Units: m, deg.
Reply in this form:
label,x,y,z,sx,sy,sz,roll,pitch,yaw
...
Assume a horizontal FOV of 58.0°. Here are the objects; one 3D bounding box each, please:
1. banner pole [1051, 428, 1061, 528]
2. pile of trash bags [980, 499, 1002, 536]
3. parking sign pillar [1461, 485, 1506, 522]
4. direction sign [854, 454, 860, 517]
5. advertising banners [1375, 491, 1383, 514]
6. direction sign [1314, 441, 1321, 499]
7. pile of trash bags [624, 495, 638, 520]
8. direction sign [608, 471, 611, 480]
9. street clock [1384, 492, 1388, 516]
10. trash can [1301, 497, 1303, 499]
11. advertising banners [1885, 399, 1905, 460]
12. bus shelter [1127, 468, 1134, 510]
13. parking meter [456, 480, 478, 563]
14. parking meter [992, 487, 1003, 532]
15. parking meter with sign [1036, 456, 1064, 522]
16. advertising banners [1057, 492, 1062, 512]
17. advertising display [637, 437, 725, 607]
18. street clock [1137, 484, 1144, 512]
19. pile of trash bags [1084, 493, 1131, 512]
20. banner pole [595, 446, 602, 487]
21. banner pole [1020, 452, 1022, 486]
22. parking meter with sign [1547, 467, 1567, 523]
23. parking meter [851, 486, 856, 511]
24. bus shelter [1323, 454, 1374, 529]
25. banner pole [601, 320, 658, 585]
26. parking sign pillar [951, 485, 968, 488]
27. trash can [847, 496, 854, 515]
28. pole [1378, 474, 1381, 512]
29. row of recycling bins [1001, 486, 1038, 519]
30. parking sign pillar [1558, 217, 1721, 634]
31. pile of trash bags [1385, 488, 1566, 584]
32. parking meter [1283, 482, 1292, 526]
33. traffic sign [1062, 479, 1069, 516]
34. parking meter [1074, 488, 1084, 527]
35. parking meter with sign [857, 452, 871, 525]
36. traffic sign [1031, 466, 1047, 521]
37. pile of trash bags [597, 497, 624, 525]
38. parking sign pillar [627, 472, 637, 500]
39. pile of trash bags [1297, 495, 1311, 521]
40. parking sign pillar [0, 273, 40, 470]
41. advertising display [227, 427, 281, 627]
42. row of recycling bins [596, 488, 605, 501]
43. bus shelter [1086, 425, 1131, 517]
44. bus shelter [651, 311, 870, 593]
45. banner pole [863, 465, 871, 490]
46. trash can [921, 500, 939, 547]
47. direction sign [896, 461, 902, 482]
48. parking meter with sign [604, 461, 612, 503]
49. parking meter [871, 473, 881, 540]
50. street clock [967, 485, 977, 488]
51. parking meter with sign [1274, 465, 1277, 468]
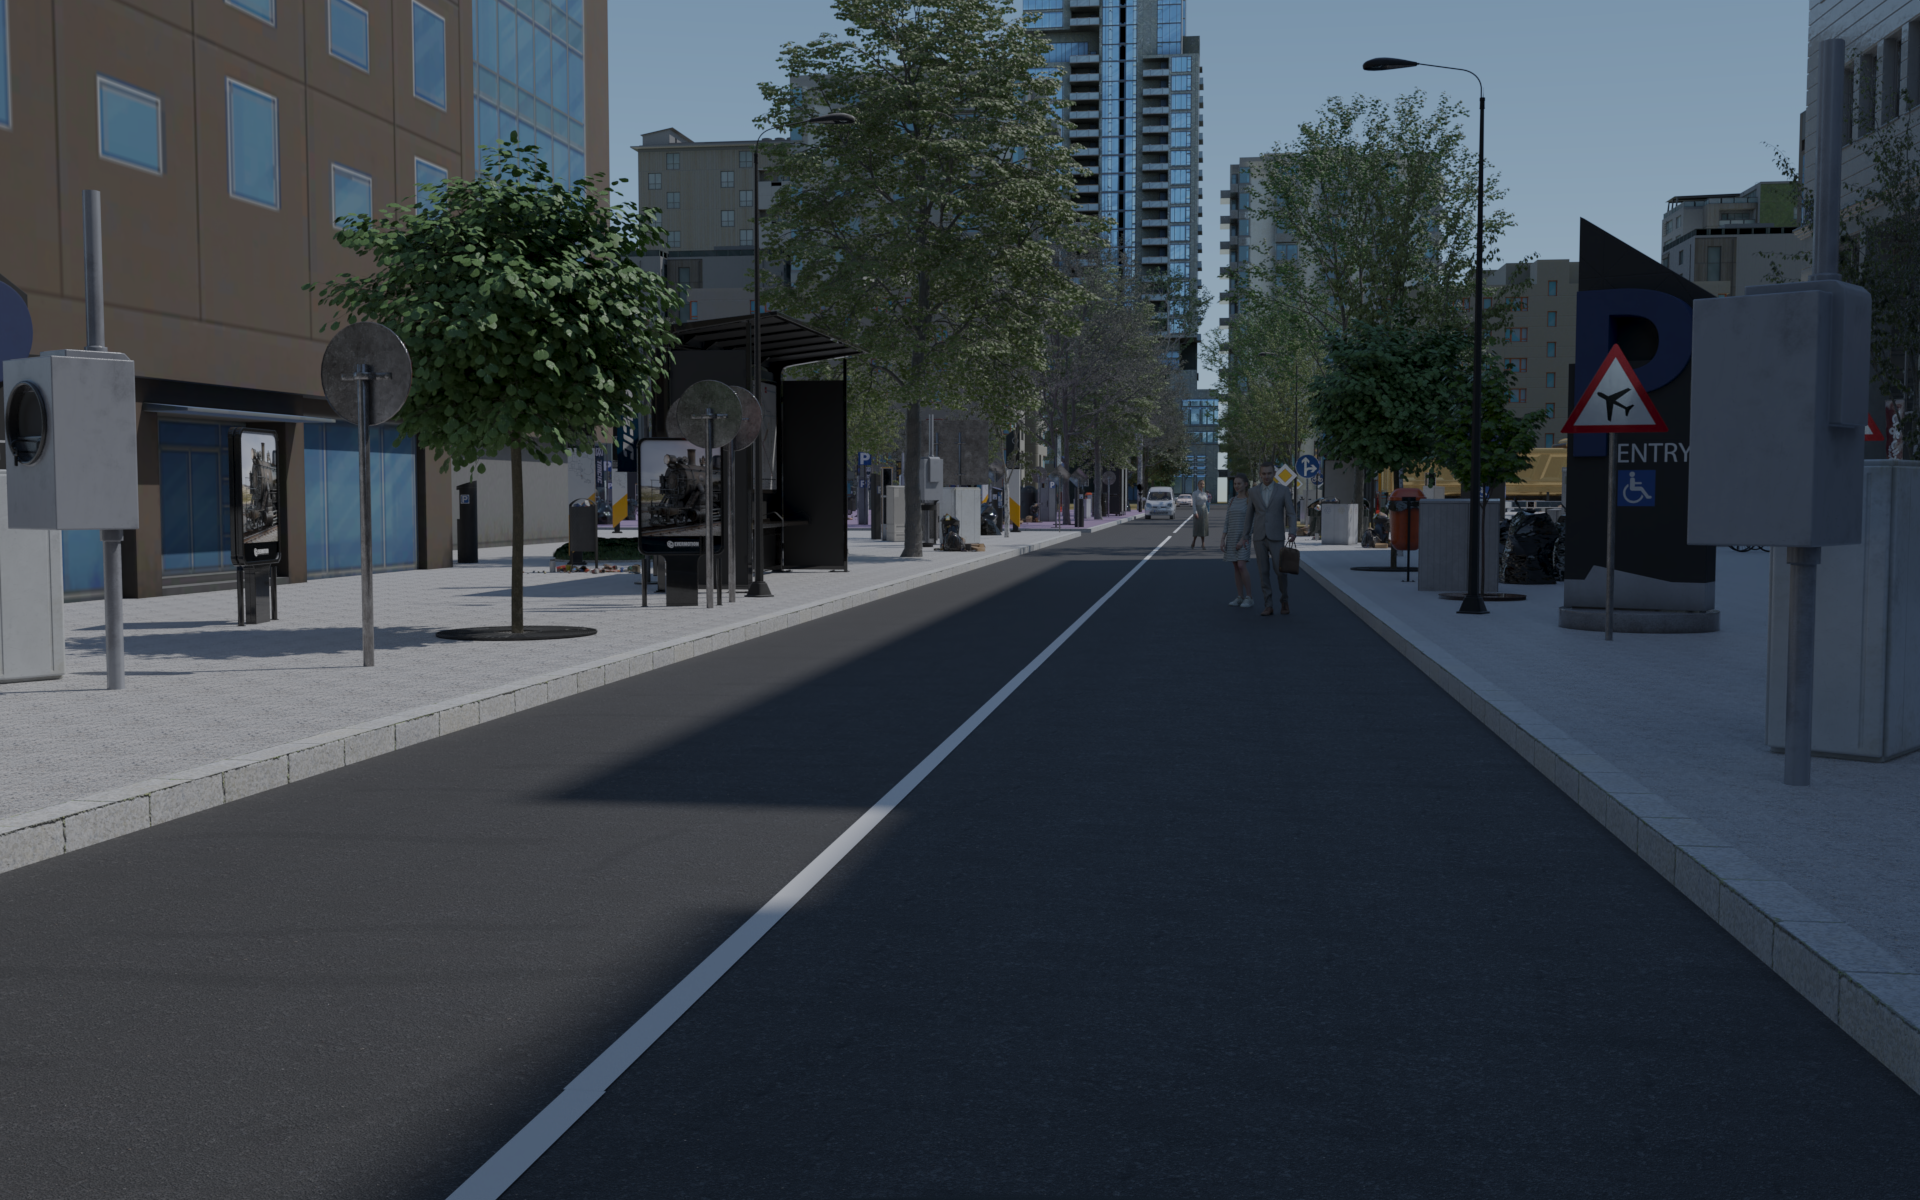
label,x,y,z,sx,sy,sz,roll,pitch,yaw
banner pole,3.697,-4.609,65.380,0.401,3.779,0.863,-1,4,-13
pile of trash bags,0.041,-2.749,54.690,1.912,1.369,3.447,-1,4,-15
parking sign pillar,15.910,-3.924,52.623,1.447,3.967,1.447,1,4,20
direction sign,-5.709,-6.385,96.399,0.379,3.537,0.876,-1,4,-22
advertising banners,23.339,-6.155,96.825,2.074,3.025,0.090,-3,5,-44
direction sign,15.199,-4.998,73.722,0.379,3.537,0.876,2,4,29
pile of trash bags,-16.376,-4.569,84.450,3.447,1.369,1.912,2,4,35
direction sign,-25.635,-8.245,126.804,0.379,3.537,0.876,-1,4,-23
street clock,24.870,-5.894,100.944,0.358,2.002,0.471,0,4,-2
trash can,19.794,-5.337,98.917,0.748,1.137,0.748,0,3,0
advertising banners,17.384,-2.147,31.283,0.090,3.025,2.074,-1,4,-9
bus shelter,11.151,-7.829,121.933,2.014,3.302,5.546,1,4,8
parking meter,-9.162,-1.455,32.200,0.372,1.533,0.369,0,3,0
parking meter,1.249,-3.046,58.207,0.372,1.533,0.369,0,3,0
parking meter with sign,4.085,-5.136,80.240,0.543,3.016,1.738,-2,4,-34
advertising banners,7.033,-7.655,121.345,0.090,3.025,2.074,2,4,24
advertising display,-3.187,-0.891,19.788,0.974,1.923,0.123,-1,4,-13
street clock,12.672,-7.164,121.703,0.358,2.002,0.471,-3,4,-38
pile of trash bags,10.687,-7.150,126.653,3.447,1.369,1.912,-1,4,-22
banner pole,-16.175,-5.407,78.429,0.863,3.779,0.401,1,4,18
banner pole,3.509,-6.926,103.258,0.401,3.779,0.863,-2,4,-29
parking meter with sign,17.478,-3.234,49.139,0.543,3.016,1.738,-2,4,-32
parking meter,-7.918,-7.512,128.538,0.255,1.863,0.399,-3,4,-38
bus shelter,14.901,-4.440,66.523,2.014,3.302,5.546,1,4,8
banner pole,-4.566,-2.103,24.401,0.401,3.779,0.863,2,4,30
parking sign pillar,0.008,-8.066,120.345,1.447,3.967,1.447,2,4,29
trash can,-6.853,-5.742,105.530,0.748,1.137,0.748,0,3,0
pole,25.888,-6.912,106.856,0.158,3.312,0.155,0,3,0
row of recycling bins,3.169,-4.769,85.086,1.069,1.692,3.534,-3,5,-41
parking sign pillar,6.502,-1.714,16.494,1.447,3.967,1.447,2,4,35
pile of trash bags,7.980,-0.953,25.328,3.447,1.369,1.912,0,4,8
parking meter,13.011,-3.870,68.993,0.399,1.863,0.255,-3,5,-45
traffic sign,6.129,-6.307,103.223,0.768,2.556,0.104,1,4,12
parking meter,4.608,-3.575,66.870,0.372,1.533,0.369,0,3,0
parking meter with sign,-4.054,-4.664,72.512,0.543,3.016,1.738,0,4,-8
traffic sign,3.607,-4.842,79.279,0.768,2.556,0.104,1,4,15
pile of trash bags,-16.010,-3.795,71.807,1.912,1.369,3.447,3,4,36
parking sign pillar,-25.401,-8.970,135.123,1.447,3.967,1.447,0,4,8
pile of trash bags,15.845,-4.404,81.752,3.447,1.369,1.912,-3,5,-39
parking sign pillar,-8.754,-1.636,15.229,1.447,3.967,1.447,2,4,31
advertising display,-6.979,-0.731,17.163,0.123,1.923,0.974,0,4,-1
row of recycling bins,-23.741,-6.303,110.168,3.534,1.692,1.069,1,4,19
bus shelter,8.661,-7.550,101.067,2.179,5.291,8.768,1,4,8
bus shelter,-2.766,-2.089,25.436,1.731,3.624,6.357,1,4,8
banner pole,-7.149,-8.693,132.151,0.863,3.779,0.401,-1,4,-18
trash can,-0.873,-1.851,41.920,0.748,1.137,0.748,0,3,0
direction sign,-3.917,-7.725,118.302,0.876,3.537,0.379,0,4,-7
parking meter with sign,-18.231,-5.732,89.975,0.543,3.016,1.738,-1,4,-17
parking meter,-2.296,-2.641,48.894,0.399,1.863,0.255,-2,4,-32
street clock,0.601,-5.045,87.060,0.471,2.002,0.358,3,4,37
parking meter with sign,18.827,-6.577,103.795,0.543,3.016,1.738,0,4,4
